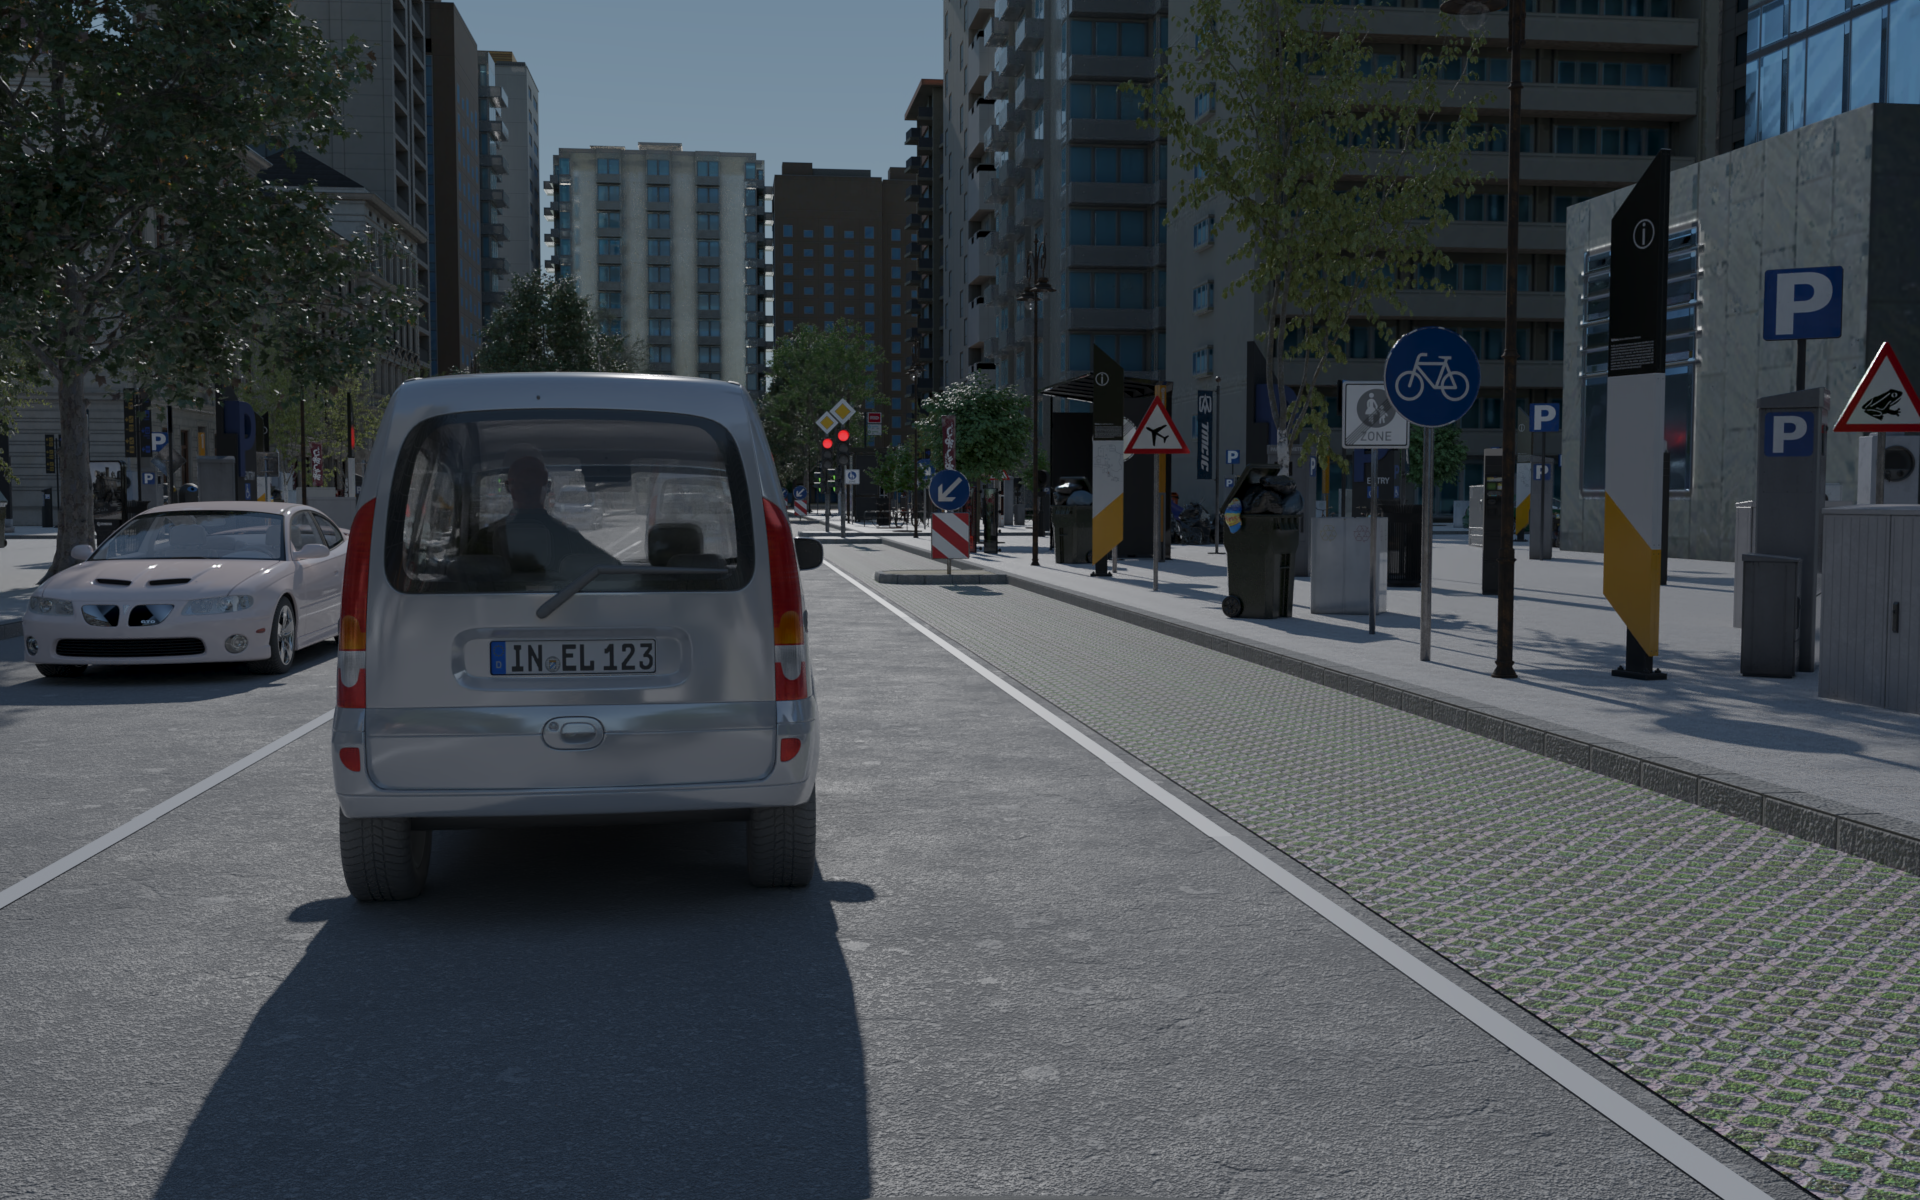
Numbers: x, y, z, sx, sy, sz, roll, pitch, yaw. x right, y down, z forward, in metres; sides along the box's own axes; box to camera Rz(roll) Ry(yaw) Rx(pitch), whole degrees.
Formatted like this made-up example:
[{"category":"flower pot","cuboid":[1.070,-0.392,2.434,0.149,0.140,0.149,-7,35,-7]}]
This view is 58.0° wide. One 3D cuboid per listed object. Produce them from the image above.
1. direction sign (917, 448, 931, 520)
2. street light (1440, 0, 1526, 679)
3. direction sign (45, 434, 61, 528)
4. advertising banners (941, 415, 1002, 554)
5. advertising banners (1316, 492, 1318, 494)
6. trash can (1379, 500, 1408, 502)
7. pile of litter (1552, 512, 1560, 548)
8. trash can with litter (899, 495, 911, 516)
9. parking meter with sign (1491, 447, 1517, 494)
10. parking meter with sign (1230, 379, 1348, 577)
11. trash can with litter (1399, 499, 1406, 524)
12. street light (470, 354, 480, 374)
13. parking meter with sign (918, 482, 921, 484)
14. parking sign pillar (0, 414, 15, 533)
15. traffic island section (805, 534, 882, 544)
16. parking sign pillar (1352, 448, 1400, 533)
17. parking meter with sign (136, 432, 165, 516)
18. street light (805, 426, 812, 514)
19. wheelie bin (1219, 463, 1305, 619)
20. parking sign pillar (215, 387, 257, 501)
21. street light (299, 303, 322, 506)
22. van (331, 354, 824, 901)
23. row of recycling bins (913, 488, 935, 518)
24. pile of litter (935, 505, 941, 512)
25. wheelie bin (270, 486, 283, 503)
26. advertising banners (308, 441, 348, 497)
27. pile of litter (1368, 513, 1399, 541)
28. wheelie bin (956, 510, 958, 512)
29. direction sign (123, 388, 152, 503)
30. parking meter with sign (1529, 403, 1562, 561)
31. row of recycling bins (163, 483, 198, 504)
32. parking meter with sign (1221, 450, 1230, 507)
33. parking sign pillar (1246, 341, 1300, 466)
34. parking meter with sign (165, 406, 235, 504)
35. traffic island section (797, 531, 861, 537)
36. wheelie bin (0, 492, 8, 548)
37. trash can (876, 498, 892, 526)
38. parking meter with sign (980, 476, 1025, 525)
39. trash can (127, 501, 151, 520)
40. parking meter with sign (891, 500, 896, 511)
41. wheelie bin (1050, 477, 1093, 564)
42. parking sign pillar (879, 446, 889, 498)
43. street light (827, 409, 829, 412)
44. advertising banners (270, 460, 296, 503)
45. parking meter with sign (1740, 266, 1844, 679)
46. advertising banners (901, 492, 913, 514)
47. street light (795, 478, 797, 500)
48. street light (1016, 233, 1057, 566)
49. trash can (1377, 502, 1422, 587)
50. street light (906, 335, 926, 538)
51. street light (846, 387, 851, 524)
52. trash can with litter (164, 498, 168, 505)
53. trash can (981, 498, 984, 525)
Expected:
[{"category":"direction sign","cuboid":[-1.821,-5.759,86.153,0.876,3.537,0.379,-3,4,-38]},{"category":"street light","cuboid":[3.810,-2.395,11.943,0.468,5.910,1.993,0,4,-8]},{"category":"direction sign","cuboid":[-34.247,-4.510,65.733,0.876,3.537,0.379,0,4,3]},{"category":"advertising banners","cuboid":[0.222,-2.544,37.776,0.090,3.025,2.074,-3,4,-37]},{"category":"advertising banners","cuboid":[13.861,-4.643,72.105,2.074,3.025,0.090,2,4,26]},{"category":"trash can","cuboid":[10.891,-1.950,43.541,0.748,1.137,0.748,0,3,0]},{"category":"pile of litter","cuboid":[14.595,-1.691,41.618,1.176,0.858,1.719,0,4,3]},{"category":"trash can with litter","cuboid":[-3.085,-5.677,103.882,1.678,1.210,2.233,3,4,37]},{"category":"parking meter with sign","cuboid":[20.631,-4.173,64.490,1.738,3.016,0.543,-1,4,-18]},{"category":"parking meter with sign","cuboid":[5.173,-1.881,27.014,1.738,3.016,0.543,2,4,29]},{"category":"trash can with litter","cuboid":[19.094,-3.861,74.509,1.055,1.170,0.624,3,5,44]},{"category":"street light","cuboid":[-15.994,-5.169,57.297,0.468,5.910,1.993,0,4,-8]},{"category":"parking meter with sign","cuboid":[-2.286,-6.372,100.441,0.543,3.016,1.738,0,4,6]},{"category":"parking sign pillar","cuboid":[-32.119,-4.206,57.237,1.447,3.967,1.447,-1,4,-20]},{"category":"traffic island section","cuboid":[-3.405,-1.745,50.815,2.009,0.180,2.903,0,4,-8]},{"category":"parking sign pillar","cuboid":[12.123,-3.793,50.482,1.447,3.967,1.447,3,4,37]},{"category":"parking meter with sign","cuboid":[-22.395,-3.162,47.961,0.543,3.016,1.738,-1,4,-10]},{"category":"street light","cuboid":[-9.925,-8.643,114.103,0.468,5.910,1.993,0,4,-8]},{"category":"wheelie bin","cuboid":[3.163,-0.618,18.017,0.693,1.594,0.980,3,5,40]},{"category":"parking sign pillar","cuboid":[-15.245,-2.939,36.525,1.447,3.967,1.447,0,4,-5]},{"category":"street light","cuboid":[-12.616,-3.696,33.219,0.468,5.910,1.993,0,4,-8]},{"category":"van","cuboid":[-1.557,-0.034,7.561,2.013,2.044,4.112,-1,4,-9]},{"category":"row of recycling bins","cuboid":[-1.965,-5.263,93.162,1.069,1.692,3.534,0,4,6]},{"category":"pile of litter","cuboid":[-0.745,-4.183,82.355,1.176,0.858,1.719,2,4,34]},{"category":"wheelie bin","cuboid":[-26.391,-3.589,66.581,0.693,1.594,0.980,-2,4,-31]},{"category":"advertising banners","cuboid":[-21.023,-3.809,58.471,0.090,3.025,2.074,3,4,38]},{"category":"pile of litter","cuboid":[9.876,-1.603,40.178,1.176,0.858,1.719,3,5,43]},{"category":"wheelie bin","cuboid":[-0.011,-5.035,90.233,0.693,1.594,0.980,-1,4,-23]},{"category":"direction sign","cuboid":[-17.508,-2.749,36.941,0.876,3.537,0.379,2,4,30]},{"category":"parking meter with sign","cuboid":[11.482,-2.315,34.106,0.543,3.016,1.738,1,4,19]},{"category":"row of recycling bins","cuboid":[-29.340,-3.664,67.013,3.534,1.692,1.069,-3,5,-39]},{"category":"parking meter with sign","cuboid":[10.538,-4.367,67.666,0.543,3.016,1.738,1,4,17]},{"category":"parking sign pillar","cuboid":[5.606,-2.602,31.008,1.447,3.967,1.447,3,4,37]},{"category":"parking meter with sign","cuboid":[-14.792,-2.338,34.482,1.738,3.016,0.543,-2,4,-25]},{"category":"traffic island section","cuboid":[-4.472,-2.229,58.729,2.009,0.180,2.903,0,4,-8]},{"category":"wheelie bin","cuboid":[-23.022,-2.021,40.955,0.693,1.594,0.980,0,4,-2]},{"category":"trash can","cuboid":[-3.101,-3.599,70.501,0.748,1.137,0.748,0,3,0]},{"category":"parking meter with sign","cuboid":[1.832,-4.570,70.975,1.738,3.016,0.543,-2,4,-28]},{"category":"trash can","cuboid":[-17.060,-1.470,35.683,0.748,1.137,0.748,0,3,0]},{"category":"parking meter with sign","cuboid":[-5.737,-8.395,133.520,1.738,3.016,0.543,1,4,18]},{"category":"wheelie bin","cuboid":[2.110,-1.471,31.963,0.980,1.594,0.693,3,5,45]},{"category":"parking sign pillar","cuboid":[-4.684,-6.693,97.904,1.447,3.967,1.447,-1,4,-18]},{"category":"street light","cuboid":[-7.214,-7.445,94.511,0.468,5.910,1.993,0,4,-8]},{"category":"advertising banners","cuboid":[-33.073,-5.444,85.199,2.074,3.025,0.090,-1,4,-22]},{"category":"parking meter with sign","cuboid":[6.088,-1.007,12.728,0.543,3.016,1.738,2,4,30]},{"category":"advertising banners","cuboid":[-3.599,-7.097,112.223,2.074,3.025,0.090,3,4,37]},{"category":"street light","cuboid":[-12.607,-9.798,132.993,0.468,5.910,1.993,0,4,-8]},{"category":"street light","cuboid":[1.349,-3.554,30.890,0.468,5.910,1.993,0,4,-8]},{"category":"trash can","cuboid":[6.150,-0.754,23.985,0.748,1.137,0.748,0,3,0]},{"category":"street light","cuboid":[-1.288,-4.749,50.431,0.468,5.910,1.993,0,4,-8]},{"category":"street light","cuboid":[-4.830,-6.245,74.898,0.468,5.910,1.993,0,4,-8]},{"category":"trash can with litter","cuboid":[-25.944,-2.718,55.834,1.055,1.170,0.624,-2,4,-27]},{"category":"trash can","cuboid":[1.198,-3.539,69.514,0.748,1.137,0.748,0,3,0]}]
